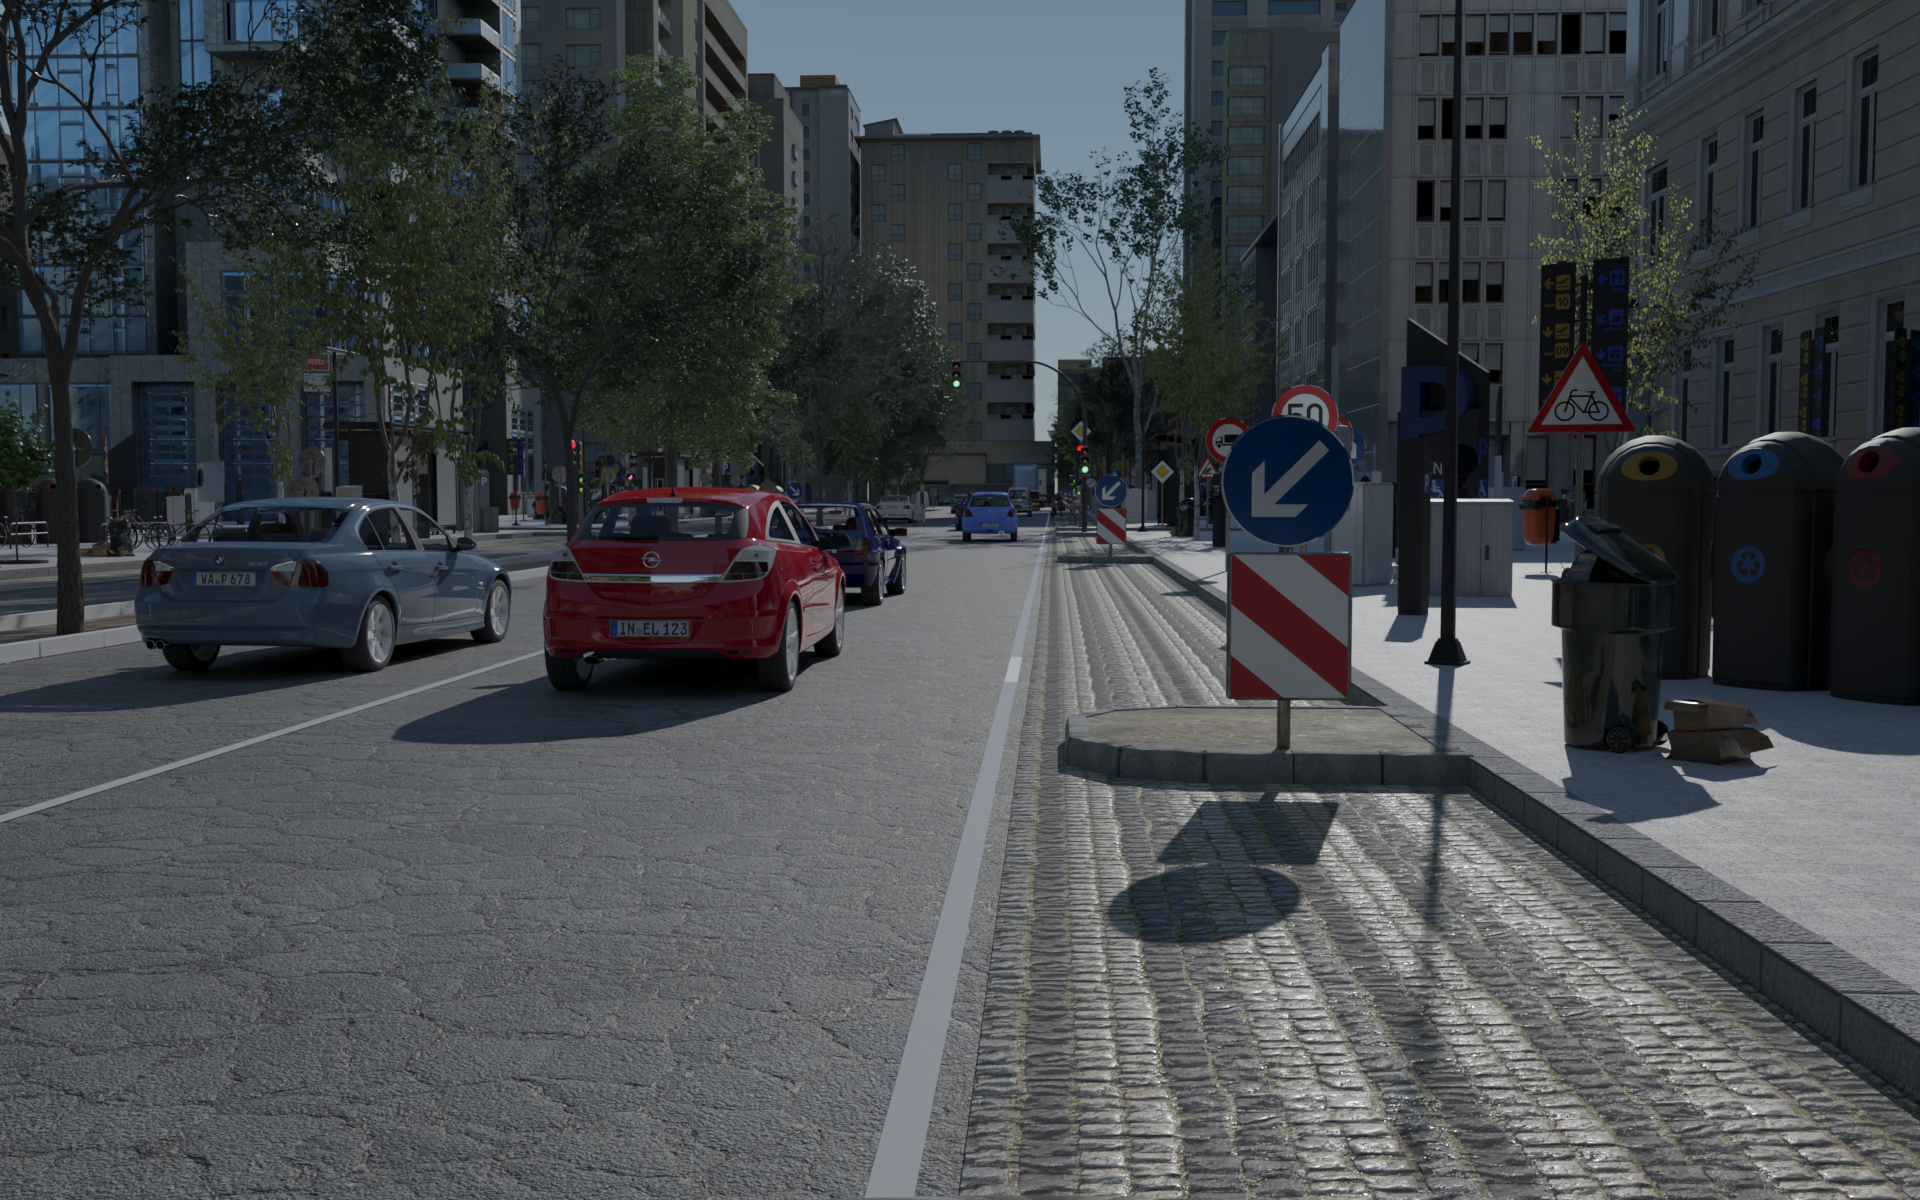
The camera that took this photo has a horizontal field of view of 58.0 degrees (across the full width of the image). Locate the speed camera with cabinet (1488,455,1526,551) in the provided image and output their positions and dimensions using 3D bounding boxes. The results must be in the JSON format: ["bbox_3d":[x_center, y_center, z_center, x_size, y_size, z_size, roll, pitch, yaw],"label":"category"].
[{"bbox_3d":[12.427,-2.799,40.102,0.660,3.252,2.038,0,4,-6],"label":"speed camera with cabinet"}]

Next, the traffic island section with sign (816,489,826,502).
[{"bbox_3d":[-9.680,-6.845,120.537,1.989,1.847,2.006,0,4,3],"label":"traffic island section with sign"}]

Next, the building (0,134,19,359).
[{"bbox_3d":[-65.424,-15.192,93.421,28.899,21.520,27.650,0,4,3],"label":"building"}]

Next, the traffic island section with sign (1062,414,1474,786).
[{"bbox_3d":[1.575,-0.050,9.444,1.989,1.847,2.006,0,4,3],"label":"traffic island section with sign"}]

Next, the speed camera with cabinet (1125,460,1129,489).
[{"bbox_3d":[10.323,-6.428,99.429,2.038,3.252,0.660,3,4,38],"label":"speed camera with cabinet"}]

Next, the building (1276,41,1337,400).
[{"bbox_3d":[25.726,-17.277,100.497,12.078,24.808,19.932,0,4,3],"label":"building"}]

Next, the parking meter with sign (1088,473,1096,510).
[{"bbox_3d":[10.694,-8.763,139.541,0.543,3.016,1.738,-1,4,-23],"label":"parking meter with sign"}]

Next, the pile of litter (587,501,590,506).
[{"bbox_3d":[-23.296,-5.899,110.414,1.176,0.858,1.719,1,4,18],"label":"pile of litter"}]

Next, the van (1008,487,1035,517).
[{"bbox_3d":[3.788,-6.365,111.080,2.013,2.044,4.112,0,4,4],"label":"van"}]

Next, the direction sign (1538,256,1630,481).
[{"bbox_3d":[6.058,-1.523,16.902,0.876,3.537,0.379,3,5,45],"label":"direction sign"}]

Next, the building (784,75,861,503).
[{"bbox_3d":[-28.507,-43.142,247.376,28.212,58.520,21.231,0,4,3],"label":"building"}]

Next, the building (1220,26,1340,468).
[{"bbox_3d":[30.384,-28.873,155.664,14.154,41.232,14.086,0,4,3],"label":"building"}]

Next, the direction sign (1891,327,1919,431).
[{"bbox_3d":[13.003,-1.948,23.843,0.876,3.537,0.379,-3,5,-41],"label":"direction sign"}]

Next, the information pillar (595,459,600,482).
[{"bbox_3d":[-24.368,-7.676,116.850,0.504,3.616,0.183,-1,4,-22],"label":"information pillar"}]

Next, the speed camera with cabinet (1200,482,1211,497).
[{"bbox_3d":[18.856,-8.657,135.877,0.660,3.252,2.038,-2,4,-25],"label":"speed camera with cabinet"}]

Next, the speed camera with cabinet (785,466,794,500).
[{"bbox_3d":[-11.764,-7.735,120.799,0.660,3.252,2.038,0,4,3],"label":"speed camera with cabinet"}]

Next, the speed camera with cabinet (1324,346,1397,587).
[{"bbox_3d":[5.313,-1.811,23.952,0.660,3.252,2.038,3,4,38],"label":"speed camera with cabinet"}]

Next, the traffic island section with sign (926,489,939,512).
[{"bbox_3d":[-2.230,-8.193,142.087,2.006,1.907,1.989,0,4,3],"label":"traffic island section with sign"}]

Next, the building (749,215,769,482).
[{"bbox_3d":[-27.193,-24.537,172.887,14.160,30.474,14.107,0,4,3],"label":"building"}]

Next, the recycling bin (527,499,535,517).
[{"bbox_3d":[-23.426,-5.066,95.388,0.722,1.027,0.722,0,4,-6],"label":"recycling bin"}]

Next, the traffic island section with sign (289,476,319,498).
[{"bbox_3d":[-14.231,-1.736,37.008,1.989,1.847,2.006,0,4,3],"label":"traffic island section with sign"}]

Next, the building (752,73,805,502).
[{"bbox_3d":[-29.753,-35.102,197.625,21.600,48.544,21.300,0,4,3],"label":"building"}]

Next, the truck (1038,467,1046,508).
[{"bbox_3d":[7.743,-11.840,182.497,2.839,4.237,11.283,0,4,1],"label":"truck"}]

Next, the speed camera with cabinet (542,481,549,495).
[{"bbox_3d":[-28.699,-7.536,117.549,0.660,3.252,2.038,1,4,23],"label":"speed camera with cabinet"}]

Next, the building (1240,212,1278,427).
[{"bbox_3d":[28.960,-18.749,125.614,14.314,24.678,30.058,0,4,3],"label":"building"}]

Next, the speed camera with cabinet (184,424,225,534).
[{"bbox_3d":[-21.449,-3.350,49.113,0.660,3.252,2.038,-3,4,-38],"label":"speed camera with cabinet"}]

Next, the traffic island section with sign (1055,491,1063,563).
[{"bbox_3d":[3.039,-1.696,36.359,1.989,1.847,2.006,0,4,3],"label":"traffic island section with sign"}]

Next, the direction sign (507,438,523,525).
[{"bbox_3d":[-18.180,-4.822,70.829,0.379,3.537,0.876,2,4,30],"label":"direction sign"}]

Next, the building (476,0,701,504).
[{"bbox_3d":[-27.731,-27.222,128.672,14.154,41.232,14.086,0,4,3],"label":"building"}]

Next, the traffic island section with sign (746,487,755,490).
[{"bbox_3d":[-11.230,-5.125,92.415,1.989,1.847,2.006,0,4,3],"label":"traffic island section with sign"}]

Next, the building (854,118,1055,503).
[{"bbox_3d":[0.055,-40.448,250.564,27.495,52.752,28.713,0,4,3],"label":"building"}]

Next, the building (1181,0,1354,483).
[{"bbox_3d":[35.091,-39.664,190.509,21.231,58.520,28.212,0,4,3],"label":"building"}]

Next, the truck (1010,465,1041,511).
[{"bbox_3d":[5.801,-9.986,153.036,2.967,4.110,18.799,0,4,2],"label":"truck"}]

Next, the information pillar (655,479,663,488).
[{"bbox_3d":[-14.200,-4.732,81.859,0.304,2.012,0.304,-2,4,-26],"label":"information pillar"}]

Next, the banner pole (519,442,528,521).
[{"bbox_3d":[-21.013,-5.716,83.480,0.401,3.779,0.863,0,4,-2],"label":"banner pole"}]

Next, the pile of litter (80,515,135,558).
[{"bbox_3d":[-17.593,-1.329,35.701,1.176,0.858,1.719,-1,4,-11],"label":"pile of litter"}]

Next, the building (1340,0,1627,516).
[{"bbox_3d":[28.678,-16.092,81.128,19.932,24.808,12.078,0,4,3],"label":"building"}]

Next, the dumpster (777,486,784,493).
[{"bbox_3d":[-12.716,-6.846,117.683,1.264,1.857,1.865,0,4,3],"label":"dumpster"}]

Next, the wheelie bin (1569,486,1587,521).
[{"bbox_3d":[23.536,-3.568,66.243,0.693,1.594,0.980,-1,4,-23],"label":"wheelie bin"}]

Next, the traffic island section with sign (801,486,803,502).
[{"bbox_3d":[-6.305,-3.604,67.058,2.006,1.907,1.989,0,4,3],"label":"traffic island section with sign"}]

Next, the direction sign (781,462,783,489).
[{"bbox_3d":[-12.558,-7.967,122.254,0.379,3.537,0.876,0,4,-2],"label":"direction sign"}]

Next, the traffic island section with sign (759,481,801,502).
[{"bbox_3d":[-6.717,-3.151,59.663,2.006,1.907,1.989,0,4,3],"label":"traffic island section with sign"}]

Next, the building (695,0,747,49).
[{"bbox_3d":[-31.262,-32.478,154.709,21.300,48.544,21.600,0,4,3],"label":"building"}]

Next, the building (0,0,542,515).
[{"bbox_3d":[-36.797,-47.761,93.568,22.319,86.520,31.000,0,4,3],"label":"building"}]

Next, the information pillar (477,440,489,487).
[{"bbox_3d":[-20.566,-5.101,74.752,0.504,3.616,0.183,1,4,14],"label":"information pillar"}]

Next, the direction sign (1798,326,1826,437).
[{"bbox_3d":[11.714,-1.950,23.881,0.379,3.537,0.876,0,4,7],"label":"direction sign"}]

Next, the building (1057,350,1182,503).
[{"bbox_3d":[28.496,-24.683,248.610,28.899,21.520,27.650,0,4,3],"label":"building"}]

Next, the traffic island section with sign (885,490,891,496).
[{"bbox_3d":[-7.014,-9.846,169.604,1.989,1.847,2.006,0,4,3],"label":"traffic island section with sign"}]

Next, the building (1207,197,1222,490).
[{"bbox_3d":[31.214,-24.363,170.041,14.160,30.474,14.107,0,4,3],"label":"building"}]

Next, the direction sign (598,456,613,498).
[{"bbox_3d":[-20.864,-6.731,102.041,0.876,3.537,0.379,-2,4,-30],"label":"direction sign"}]

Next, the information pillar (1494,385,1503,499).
[{"bbox_3d":[11.700,-2.832,37.653,0.183,3.616,0.504,1,4,10],"label":"information pillar"}]

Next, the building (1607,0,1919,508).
[{"bbox_3d":[22.899,-15.232,34.949,13.634,28.700,20.117,0,4,3],"label":"building"}]

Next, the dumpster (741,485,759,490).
[{"bbox_3d":[-13.169,-6.324,109.160,1.264,1.857,1.865,0,4,3],"label":"dumpster"}]
